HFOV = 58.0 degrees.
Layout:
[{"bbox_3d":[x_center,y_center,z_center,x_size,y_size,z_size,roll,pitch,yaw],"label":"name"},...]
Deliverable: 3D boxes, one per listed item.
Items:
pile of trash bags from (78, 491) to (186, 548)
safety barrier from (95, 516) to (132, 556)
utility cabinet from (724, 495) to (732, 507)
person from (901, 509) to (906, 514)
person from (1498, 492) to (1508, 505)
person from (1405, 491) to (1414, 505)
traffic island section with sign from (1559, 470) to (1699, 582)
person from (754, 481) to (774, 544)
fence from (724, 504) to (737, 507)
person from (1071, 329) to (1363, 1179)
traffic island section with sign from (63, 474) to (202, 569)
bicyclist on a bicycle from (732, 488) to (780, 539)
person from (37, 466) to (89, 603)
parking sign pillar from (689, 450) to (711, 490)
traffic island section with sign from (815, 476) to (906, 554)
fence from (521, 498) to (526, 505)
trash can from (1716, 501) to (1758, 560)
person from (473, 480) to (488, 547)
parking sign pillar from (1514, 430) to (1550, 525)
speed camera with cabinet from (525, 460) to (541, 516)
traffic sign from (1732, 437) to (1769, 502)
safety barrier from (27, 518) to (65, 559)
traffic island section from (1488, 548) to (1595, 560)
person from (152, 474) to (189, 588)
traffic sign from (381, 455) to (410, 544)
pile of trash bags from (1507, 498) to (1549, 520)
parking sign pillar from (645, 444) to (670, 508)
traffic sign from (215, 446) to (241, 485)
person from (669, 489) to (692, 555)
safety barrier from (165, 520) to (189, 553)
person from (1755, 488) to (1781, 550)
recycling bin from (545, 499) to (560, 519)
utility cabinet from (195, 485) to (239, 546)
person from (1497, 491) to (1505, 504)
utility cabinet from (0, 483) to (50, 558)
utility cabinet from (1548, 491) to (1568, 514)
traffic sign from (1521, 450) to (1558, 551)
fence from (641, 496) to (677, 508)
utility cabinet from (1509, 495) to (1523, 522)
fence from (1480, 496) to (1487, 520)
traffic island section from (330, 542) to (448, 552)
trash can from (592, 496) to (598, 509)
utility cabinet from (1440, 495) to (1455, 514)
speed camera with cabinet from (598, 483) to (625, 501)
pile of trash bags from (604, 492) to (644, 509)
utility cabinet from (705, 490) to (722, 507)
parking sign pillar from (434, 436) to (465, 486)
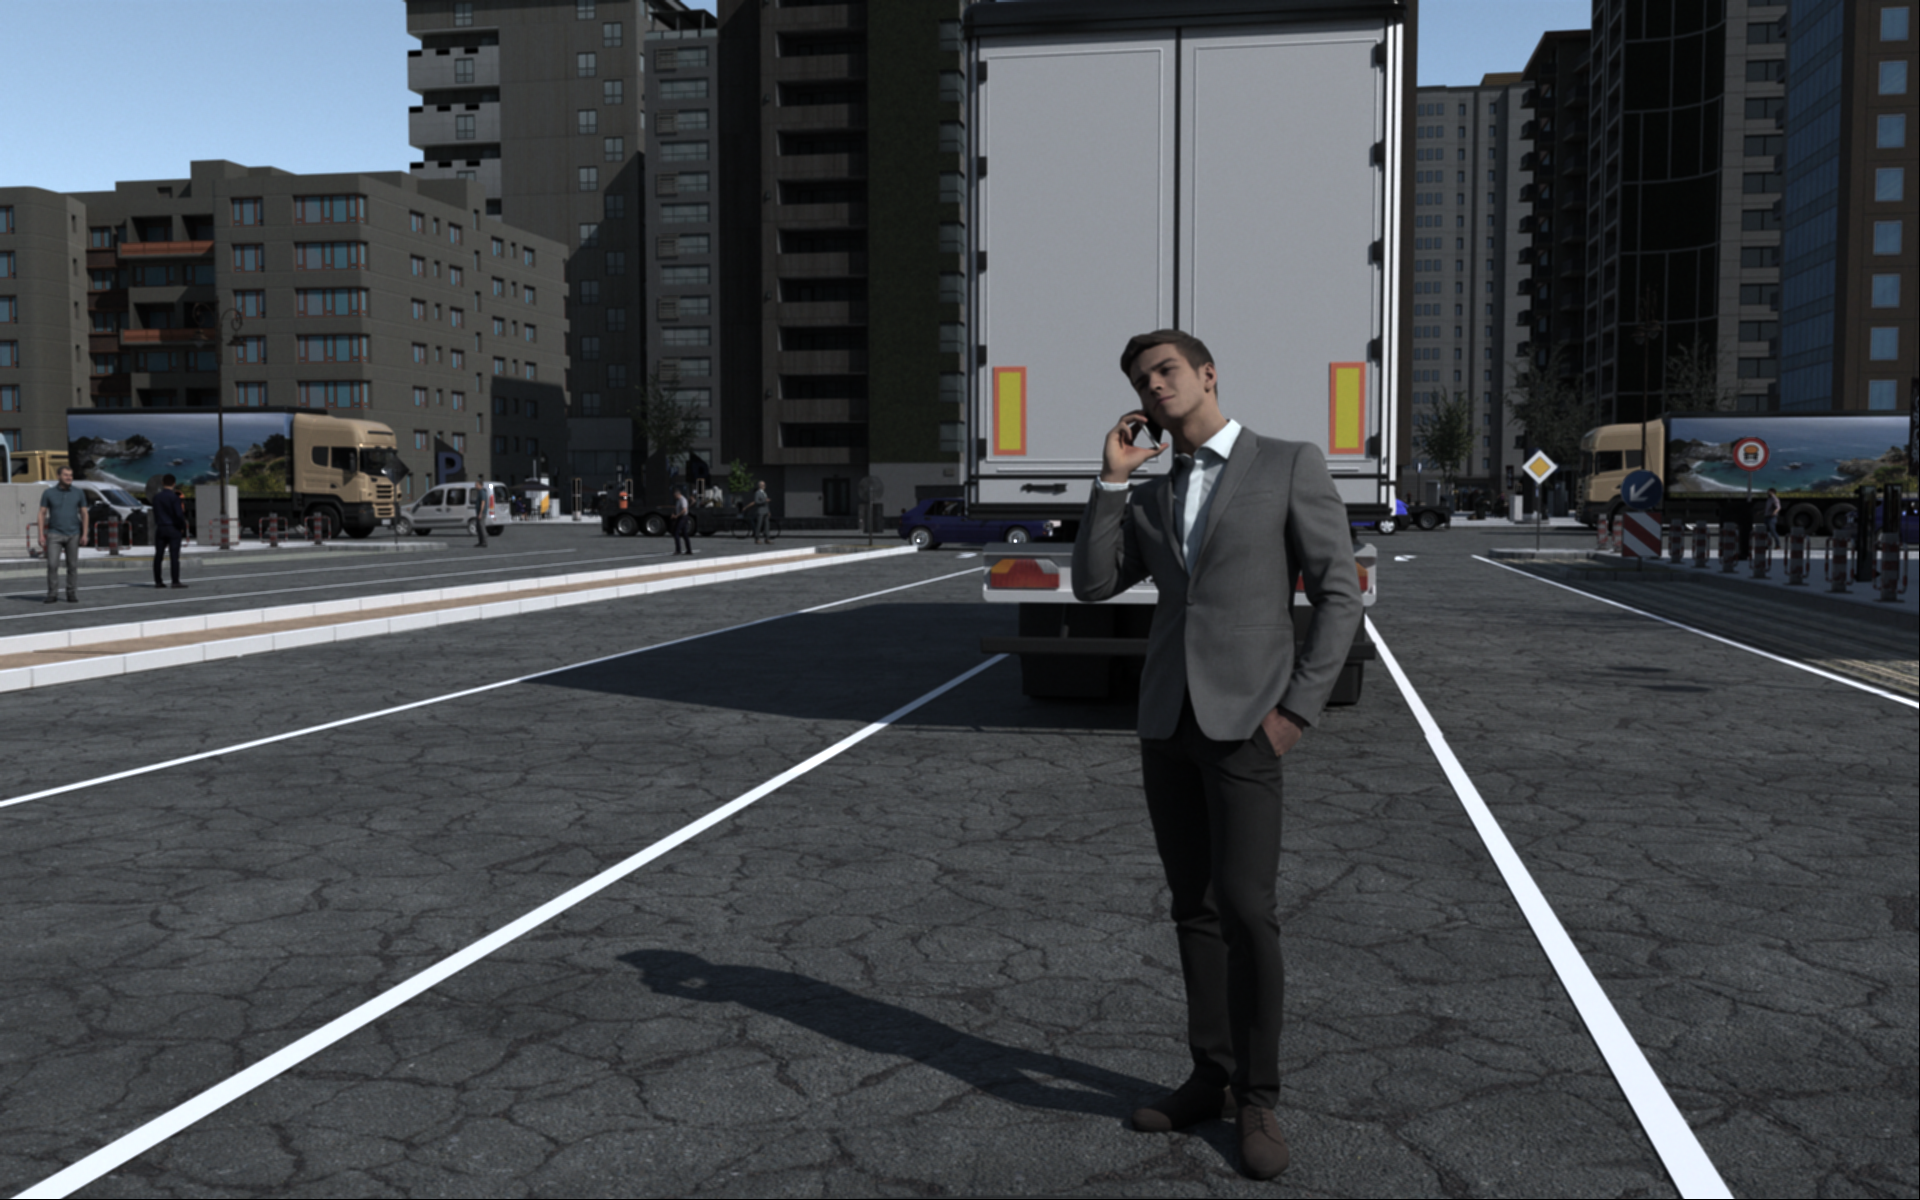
[{"bbox_3d":[-20.660,-2.030,42.943,1.912,1.369,3.447,1,4,22],"label":"pile of trash bags"},{"bbox_3d":[-17.556,-1.324,35.921,0.300,0.817,1.120,1,4,11],"label":"safety barrier"},{"bbox_3d":[-16.440,-6.824,122.731,0.306,1.237,1.020,0,4,5],"label":"utility cabinet"},{"bbox_3d":[-2.399,-3.358,71.691,0.655,0.850,0.859,0,4,-6],"label":"person"},{"bbox_3d":[68.611,-12.815,218.748,1.217,1.735,0.721,1,4,22],"label":"person"},{"bbox_3d":[55.427,-12.560,213.825,1.348,1.831,0.705,3,4,38],"label":"person"},{"bbox_3d":[11.200,-1.255,29.142,1.989,1.847,2.006,1,4,11],"label":"traffic island section with sign"},{"bbox_3d":[-5.622,-2.516,49.808,0.590,1.801,0.661,2,4,23],"label":"person"},{"bbox_3d":[-14.922,-5.661,107.935,2.069,0.683,0.278,0,4,-1],"label":"fence"},{"bbox_3d":[0.560,0.296,3.849,0.473,1.802,0.592,-2,4,-34],"label":"person"},{"bbox_3d":[-16.092,-1.554,34.037,1.989,1.847,2.006,1,4,11],"label":"traffic island section with sign"},{"bbox_3d":[-6.481,-2.745,54.909,1.625,1.676,1.499,1,4,10],"label":"bicyclist on a bicycle"},{"bbox_3d":[-11.867,-0.874,22.910,0.598,1.807,0.434,-1,4,-20],"label":"person"},{"bbox_3d":[-15.937,-7.203,106.245,1.447,3.967,1.447,-3,5,-43],"label":"parking sign pillar"},{"bbox_3d":[-2.327,-2.090,42.315,2.006,1.907,1.989,1,4,11],"label":"traffic island section with sign"},{"bbox_3d":[-27.077,-5.781,105.722,2.264,1.192,0.480,0,4,1],"label":"fence"},{"bbox_3d":[15.079,-1.346,33.654,0.748,1.137,0.748,0,3,0],"label":"trash can"},{"bbox_3d":[-12.973,-2.334,46.796,0.434,1.807,0.598,0,4,-8],"label":"person"},{"bbox_3d":[24.122,-5.167,72.952,1.447,3.967,1.447,2,4,35],"label":"parking sign pillar"},{"bbox_3d":[-24.841,-6.541,101.282,0.660,3.252,2.038,0,4,3],"label":"speed camera with cabinet"},{"bbox_3d":[17.604,-2.356,38.625,0.768,2.556,0.104,1,4,11],"label":"traffic sign"},{"bbox_3d":[-17.917,-1.207,34.015,0.300,0.817,1.120,1,4,11],"label":"safety barrier"},{"bbox_3d":[13.083,-1.032,39.152,2.009,0.180,2.903,1,4,11],"label":"traffic island section"},{"bbox_3d":[-12.036,-1.055,26.453,0.576,1.737,0.504,0,4,5],"label":"person"},{"bbox_3d":[-14.441,-2.487,44.310,0.795,2.450,0.064,1,4,11],"label":"traffic sign"},{"bbox_3d":[28.465,-4.687,86.392,1.912,1.369,3.447,2,4,29],"label":"pile of trash bags"},{"bbox_3d":[-16.445,-6.460,94.096,1.447,3.967,1.447,2,4,24],"label":"parking sign pillar"},{"bbox_3d":[-19.425,-2.803,45.932,0.768,2.556,0.104,1,4,13],"label":"traffic sign"},{"bbox_3d":[-6.577,-1.839,40.783,0.590,1.554,0.614,-2,4,-23],"label":"person"},{"bbox_3d":[-17.194,-1.439,37.803,0.300,0.817,1.120,1,4,11],"label":"safety barrier"},{"bbox_3d":[20.458,-2.035,43.735,0.435,1.587,0.963,0,4,-4],"label":"person"},{"bbox_3d":[-21.489,-4.792,90.903,0.722,1.027,0.722,1,4,11],"label":"recycling bin"},{"bbox_3d":[-18.244,-2.072,42.553,1.173,1.500,0.318,2,4,28],"label":"utility cabinet"},{"bbox_3d":[62.184,-11.585,198.595,1.217,1.739,0.721,0,4,5],"label":"person"},{"bbox_3d":[-18.765,-1.576,34.439,1.173,1.500,0.318,-3,5,-39],"label":"utility cabinet"},{"bbox_3d":[38.234,-6.244,110.761,1.173,1.500,0.318,3,4,38],"label":"utility cabinet"},{"bbox_3d":[13.058,-2.167,39.080,0.795,2.450,0.064,1,4,11],"label":"traffic sign"},{"bbox_3d":[-15.068,-4.625,86.815,2.264,1.192,0.480,-3,5,-44],"label":"fence"},{"bbox_3d":[25.369,-4.129,78.676,1.020,1.237,0.306,-3,5,-39],"label":"utility cabinet"},{"bbox_3d":[26.563,-4.716,88.316,0.480,1.192,2.264,1,4,14],"label":"fence"},{"bbox_3d":[-14.466,-1.351,44.376,2.009,0.180,2.903,1,4,11],"label":"traffic island section"},{"bbox_3d":[-29.842,-7.979,142.112,0.748,1.137,0.748,0,3,0],"label":"trash can"},{"bbox_3d":[31.732,-6.226,112.952,1.020,1.237,0.306,2,4,31],"label":"utility cabinet"},{"bbox_3d":[-26.274,-8.335,130.616,2.038,3.252,0.660,-1,4,-11],"label":"speed camera with cabinet"},{"bbox_3d":[-15.553,-4.295,79.981,1.912,1.369,3.447,-1,4,-12],"label":"pile of trash bags"},{"bbox_3d":[-12.011,-4.627,84.330,0.318,1.500,1.173,1,4,19],"label":"utility cabinet"},{"bbox_3d":[-23.711,-5.632,80.548,1.447,3.967,1.447,-2,4,-31],"label":"parking sign pillar"}]
